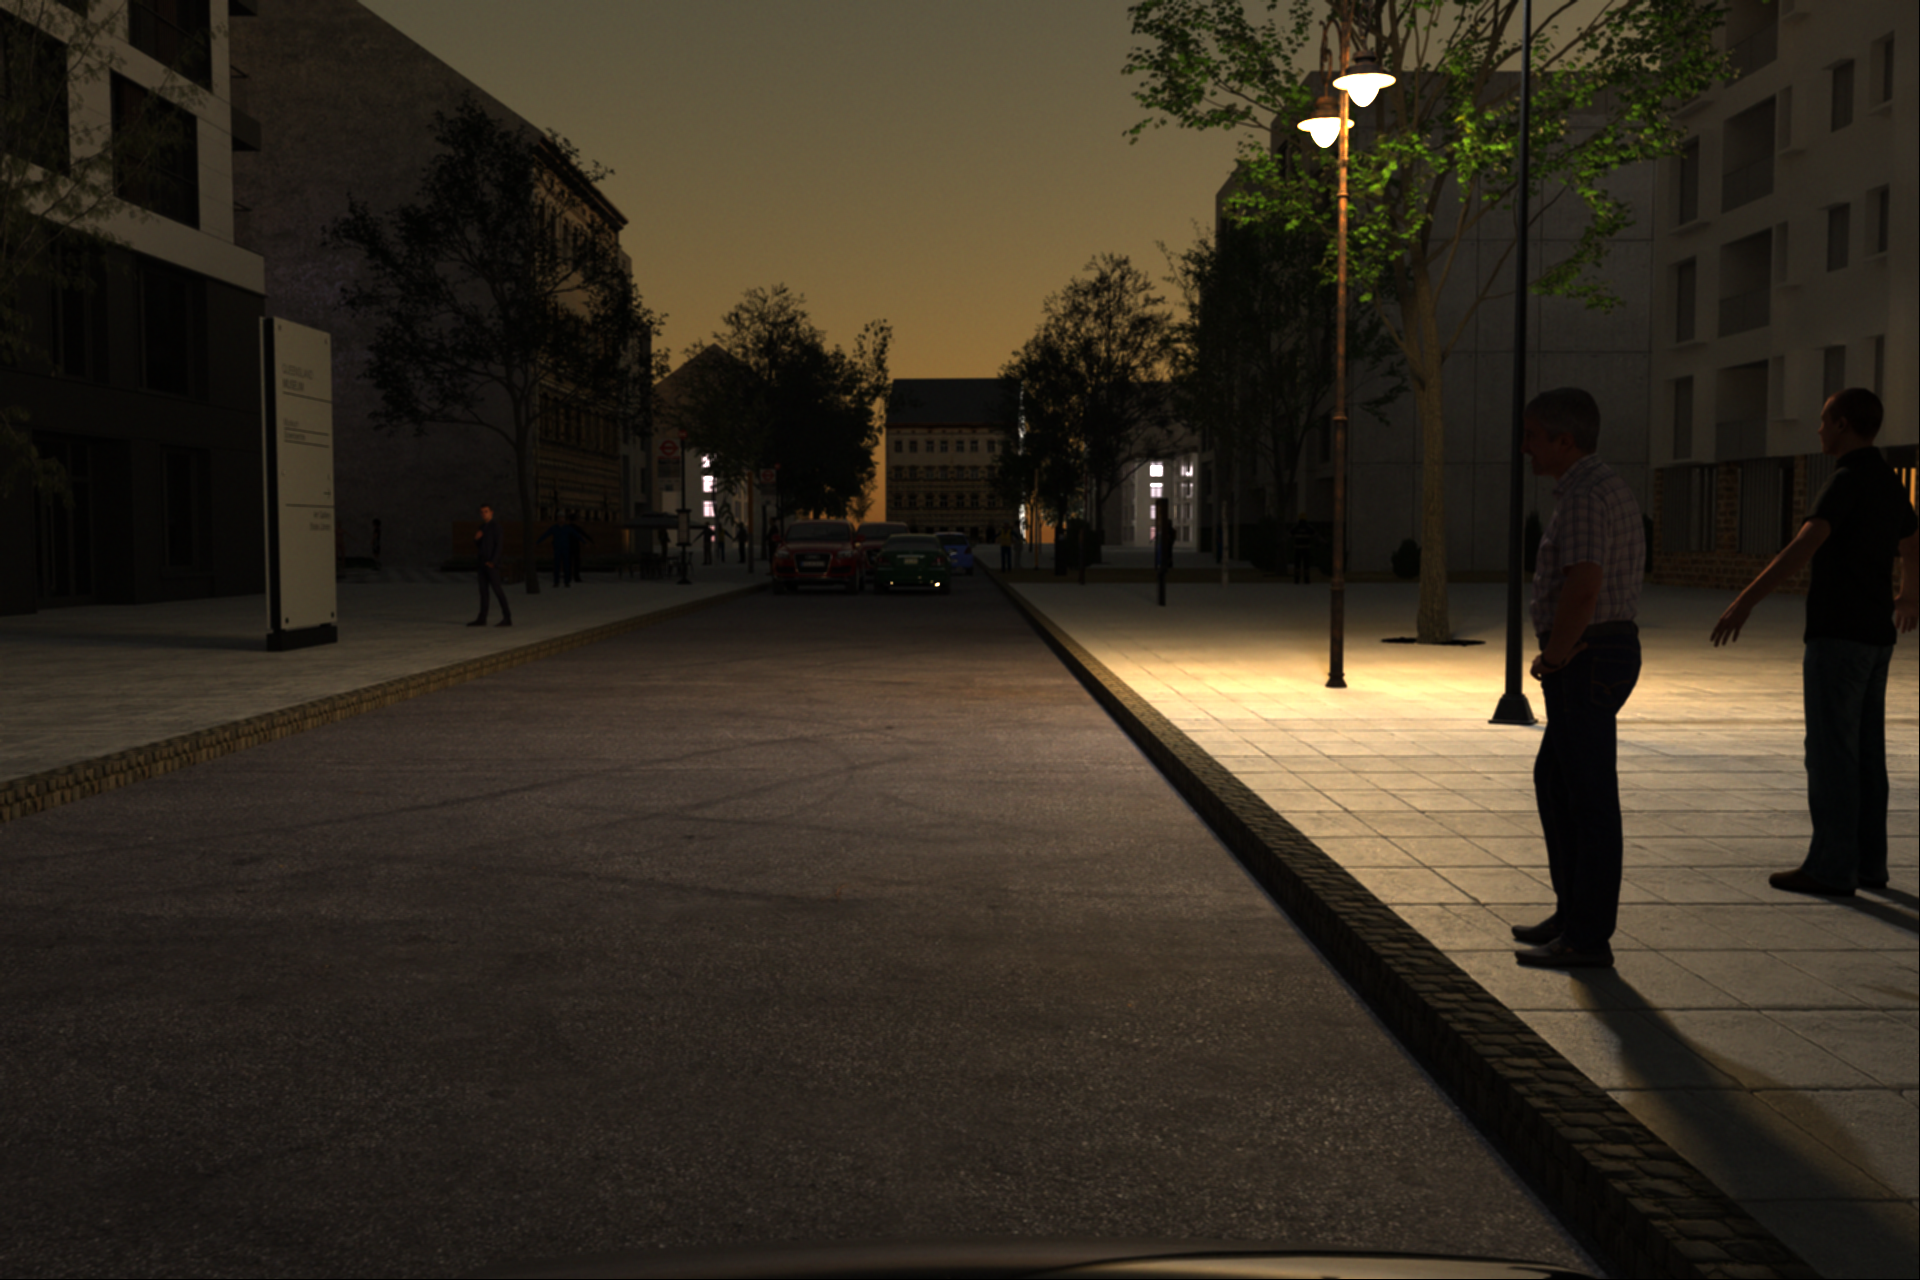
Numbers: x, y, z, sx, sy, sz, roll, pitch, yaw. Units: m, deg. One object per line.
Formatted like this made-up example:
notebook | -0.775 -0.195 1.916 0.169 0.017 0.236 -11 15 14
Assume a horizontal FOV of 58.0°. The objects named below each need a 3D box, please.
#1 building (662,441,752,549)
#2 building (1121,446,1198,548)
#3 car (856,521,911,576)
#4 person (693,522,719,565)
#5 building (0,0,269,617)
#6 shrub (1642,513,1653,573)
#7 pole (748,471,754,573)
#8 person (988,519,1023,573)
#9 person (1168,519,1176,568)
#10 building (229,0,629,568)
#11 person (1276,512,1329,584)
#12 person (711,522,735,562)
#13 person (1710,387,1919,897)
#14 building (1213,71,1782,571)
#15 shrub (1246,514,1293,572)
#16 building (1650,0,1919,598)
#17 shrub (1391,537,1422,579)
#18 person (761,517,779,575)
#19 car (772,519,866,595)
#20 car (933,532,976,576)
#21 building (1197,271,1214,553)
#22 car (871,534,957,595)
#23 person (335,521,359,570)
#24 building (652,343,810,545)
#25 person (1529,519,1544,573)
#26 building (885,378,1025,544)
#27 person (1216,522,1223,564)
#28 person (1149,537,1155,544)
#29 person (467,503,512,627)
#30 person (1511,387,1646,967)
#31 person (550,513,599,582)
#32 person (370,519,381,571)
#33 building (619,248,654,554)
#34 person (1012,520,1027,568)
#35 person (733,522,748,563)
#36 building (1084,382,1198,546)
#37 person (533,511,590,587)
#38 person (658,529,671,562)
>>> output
building | -24.813 -13.925 169.824 9.099 9.664 28.070 0 4 0
building | 22.596 -14.467 178.674 9.099 9.664 28.070 0 4 -1
car | -2.326 -2.680 52.488 2.281 1.827 5.304 0 4 -1
person | -10.545 -4.032 72.202 1.348 1.796 0.705 2 4 31
building | -28.756 -10.803 20.604 27.936 21.610 32.646 0 4 0
shrub | 22.901 -3.271 57.904 1.690 2.028 1.600 0 3 0
pole | -6.827 -3.832 56.490 0.158 3.312 0.155 0 3 0
person | 1.505 -3.109 57.294 1.216 1.772 0.721 1 4 22
person | 7.903 -3.666 65.714 0.705 1.856 1.354 2 4 28
building | -25.552 -14.896 74.473 19.493 23.208 18.063 0 4 -1
person | 8.839 -2.382 44.711 1.351 1.858 0.704 1 4 15
person | -10.895 -4.451 78.737 1.349 1.833 0.705 -1 4 -14
person | 3.175 -0.002 6.250 1.348 1.803 0.705 -3 4 -37
building | 21.716 -12.754 74.981 16.747 18.905 31.486 0 4 0
shrub | 10.527 -3.332 58.901 1.690 2.028 1.600 0 3 0
building | 22.443 -11.309 41.322 16.016 20.090 11.380 0 4 -1
shrub | 12.808 -2.350 49.537 1.383 1.207 1.383 0 3 0
person | -5.853 -2.920 53.874 0.704 1.812 1.346 -2 4 -26
car | -3.427 -2.079 42.662 2.281 1.827 5.304 0 4 0
car | -0.396 -3.143 60.973 1.945 1.707 3.694 0 4 -1
building | 25.378 -14.696 106.731 16.747 18.905 31.486 0 4 -1
car | -1.131 -1.868 42.338 2.131 1.459 4.920 0 3 0
person | -20.794 -3.135 58.067 1.217 1.733 0.721 -2 4 -24
building | -28.227 -23.098 208.579 19.493 23.208 18.063 0 4 0
person | 19.140 -3.162 57.556 1.347 1.847 0.705 -1 4 -16
building | -0.322 -25.043 242.838 18.063 23.208 19.493 0 4 5
person | 11.121 -4.151 73.992 0.704 1.817 1.347 1 4 17
person | 9.501 -4.500 82.844 0.991 1.433 0.599 2 4 24
person | -6.541 -1.044 24.037 0.530 1.710 0.541 -3 4 -37
person | 1.791 0.112 5.145 0.436 1.711 0.756 3 4 37
person | -10.309 -2.461 46.166 1.347 1.837 0.705 1 4 9
person | -20.538 -3.347 60.872 0.704 1.843 1.345 -1 4 -14
building | -29.300 -14.463 102.928 16.747 18.905 31.486 0 4 -1
person | 2.215 -3.629 65.517 0.705 1.806 1.347 1 4 22
person | -9.654 -4.300 76.436 0.705 1.813 1.348 -2 4 -33
building | 24.548 -20.979 209.471 16.747 18.905 31.486 0 4 0
person | -9.641 -2.202 41.886 1.347 1.842 0.705 -1 4 -11
person | -12.899 -4.279 75.731 0.705 1.858 1.354 0 4 2
